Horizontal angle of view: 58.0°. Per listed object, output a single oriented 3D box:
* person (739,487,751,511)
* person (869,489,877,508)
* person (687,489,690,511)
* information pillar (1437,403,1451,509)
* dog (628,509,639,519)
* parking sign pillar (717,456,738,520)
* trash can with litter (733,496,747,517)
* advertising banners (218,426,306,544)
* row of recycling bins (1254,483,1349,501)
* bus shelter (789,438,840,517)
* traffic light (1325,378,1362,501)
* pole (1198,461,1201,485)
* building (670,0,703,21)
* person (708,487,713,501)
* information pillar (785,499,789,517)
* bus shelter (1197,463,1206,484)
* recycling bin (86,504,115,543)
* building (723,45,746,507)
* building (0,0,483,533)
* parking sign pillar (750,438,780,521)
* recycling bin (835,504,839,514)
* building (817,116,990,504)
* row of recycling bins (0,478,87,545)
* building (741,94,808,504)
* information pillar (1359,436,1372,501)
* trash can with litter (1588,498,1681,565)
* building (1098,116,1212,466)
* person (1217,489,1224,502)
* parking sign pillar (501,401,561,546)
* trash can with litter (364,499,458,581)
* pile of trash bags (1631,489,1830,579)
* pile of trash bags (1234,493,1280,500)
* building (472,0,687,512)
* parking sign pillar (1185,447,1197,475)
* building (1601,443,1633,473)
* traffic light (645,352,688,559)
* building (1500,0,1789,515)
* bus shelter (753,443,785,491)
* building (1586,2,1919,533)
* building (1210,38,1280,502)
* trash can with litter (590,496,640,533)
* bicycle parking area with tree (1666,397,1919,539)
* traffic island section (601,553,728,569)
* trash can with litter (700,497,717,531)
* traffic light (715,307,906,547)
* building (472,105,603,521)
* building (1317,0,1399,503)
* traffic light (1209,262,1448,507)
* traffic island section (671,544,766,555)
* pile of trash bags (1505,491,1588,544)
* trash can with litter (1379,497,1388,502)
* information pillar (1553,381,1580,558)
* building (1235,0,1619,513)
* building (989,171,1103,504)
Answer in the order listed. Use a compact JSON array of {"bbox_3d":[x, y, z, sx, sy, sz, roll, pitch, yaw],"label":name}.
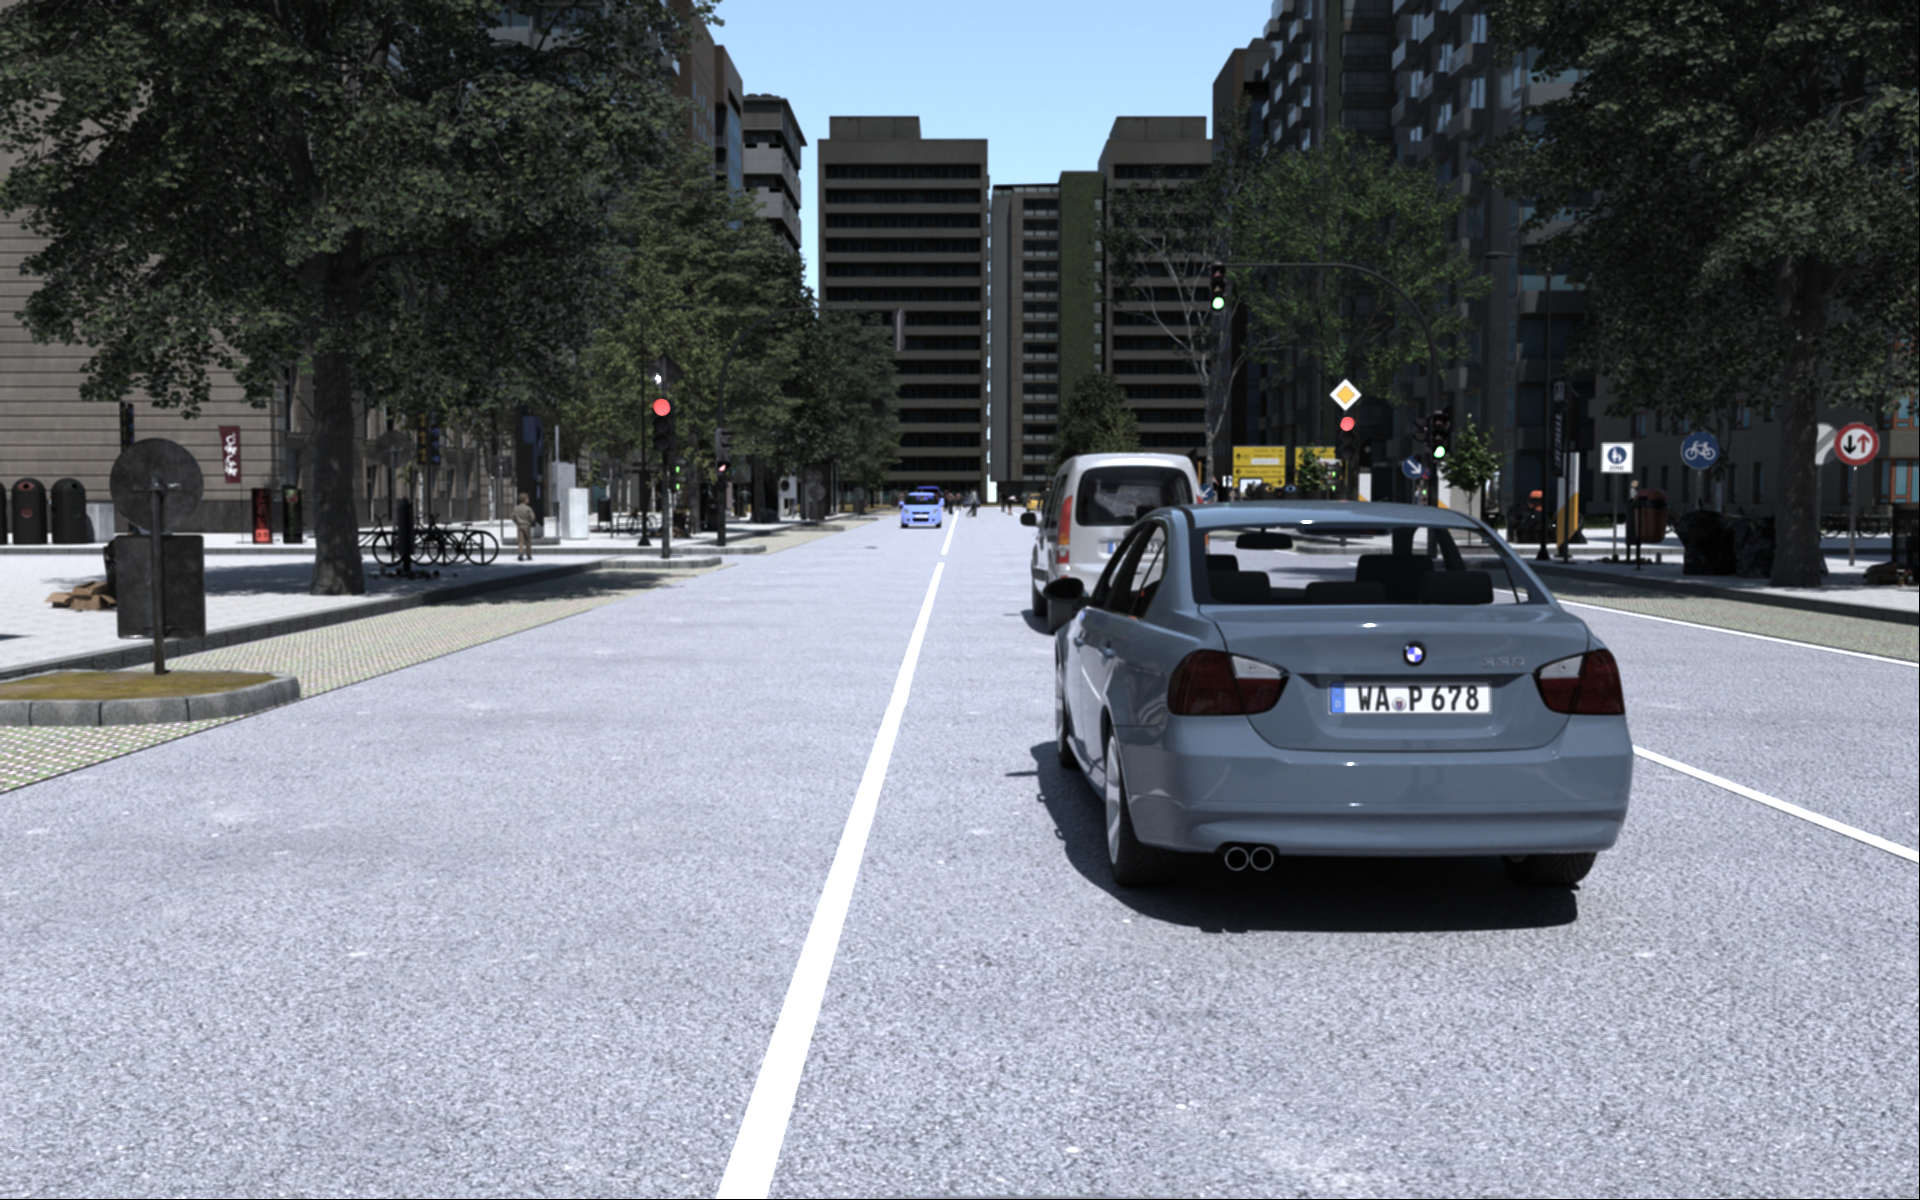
[{"bbox_3d":[-16.090,-7.555,129.650,1.350,1.814,0.705,0,4,2],"label":"person"},{"bbox_3d":[-8.236,-9.592,163.596,0.721,1.735,1.217,-3,4,-37],"label":"person"},{"bbox_3d":[-20.995,-7.809,134.637,0.530,1.710,0.541,3,4,36],"label":"person"},{"bbox_3d":[12.358,-3.249,44.469,0.504,3.616,0.183,0,4,1],"label":"information pillar"},{"bbox_3d":[-16.970,-4.478,90.039,0.540,0.507,0.406,-1,4,-19],"label":"dog"},{"bbox_3d":[-11.941,-6.067,87.672,1.447,3.967,1.447,-1,4,-22],"label":"parking sign pillar"},{"bbox_3d":[-12.115,-5.121,95.113,0.624,1.170,1.055,1,4,17],"label":"trash can with litter"},{"bbox_3d":[-17.897,-2.951,44.434,2.074,3.025,0.090,-1,4,-9],"label":"advertising banners"},{"bbox_3d":[12.672,-3.490,64.182,3.534,1.692,1.069,1,4,14],"label":"row of recycling bins"},{"bbox_3d":[-8.223,-7.486,100.022,2.179,5.291,8.768,0,3,0],"label":"bus shelter"},{"bbox_3d":[9.352,-3.262,42.247,0.839,4.253,0.868,0,3,0],"label":"traffic light"},{"bbox_3d":[14.953,-6.995,108.204,0.158,3.312,0.155,0,3,0],"label":"pole"},{"bbox_3d":[-29.750,-30.905,155.405,14.600,45.320,14.200,0,3,0],"label":"building"},{"bbox_3d":[-18.309,-7.390,126.953,0.705,1.814,1.350,-1,4,-18],"label":"person"},{"bbox_3d":[-9.822,-5.682,97.399,0.304,2.012,0.304,-2,4,-28],"label":"information pillar"},{"bbox_3d":[15.084,-7.346,114.027,2.014,3.302,5.546,0,4,0],"label":"bus shelter"},{"bbox_3d":[-22.770,-2.018,45.546,0.722,1.027,0.722,1,4,9],"label":"recycling bin"},{"bbox_3d":[-29.251,-31.852,170.891,14.200,45.320,14.600,0,3,0],"label":"building"},{"bbox_3d":[-27.998,-16.546,67.787,12.463,27.353,25.104,0,3,0],"label":"building"},{"bbox_3d":[-9.340,-5.770,82.813,1.447,3.967,1.447,0,4,-4],"label":"parking sign pillar"},{"bbox_3d":[-8.190,-5.962,110.034,0.722,1.027,0.722,-2,4,-34],"label":"recycling bin"},{"bbox_3d":[-7.054,-36.802,225.407,21.600,48.544,21.300,0,3,0],"label":"building"},{"bbox_3d":[-24.046,-2.240,43.742,3.534,1.692,1.069,-2,4,-29],"label":"row of recycling bins"},{"bbox_3d":[-32.809,-39.103,228.573,27.495,52.752,28.713,0,3,0],"label":"building"},{"bbox_3d":[16.284,-4.784,69.574,0.504,3.616,0.183,1,4,11],"label":"information pillar"},{"bbox_3d":[12.482,-1.291,32.166,1.678,1.210,2.233,0,4,2],"label":"trash can with litter"},{"bbox_3d":[28.676,-36.806,225.486,21.600,48.544,21.300,0,3,0],"label":"building"},{"bbox_3d":[24.613,-9.668,164.837,1.217,1.735,0.721,-1,4,-22],"label":"person"},{"bbox_3d":[-10.822,-3.370,43.579,1.447,3.967,1.447,0,4,-2],"label":"parking sign pillar"},{"bbox_3d":[-8.524,-0.941,26.439,1.678,1.210,2.233,-2,4,-23],"label":"trash can with litter"},{"bbox_3d":[12.265,-1.117,28.011,1.912,1.369,3.447,-2,4,-26],"label":"pile of trash bags"},{"bbox_3d":[14.353,-4.514,83.552,1.912,1.369,3.447,-1,4,-15],"label":"pile of trash bags"},{"bbox_3d":[-33.726,-31.345,132.106,23.786,49.044,30.456,0,3,0],"label":"building"},{"bbox_3d":[12.989,-6.800,99.657,1.447,3.967,1.447,1,4,13],"label":"parking sign pillar"},{"bbox_3d":[60.650,-31.914,171.910,14.200,45.320,14.600,0,3,0],"label":"building"},{"bbox_3d":[-5.822,-2.774,34.270,0.839,4.253,0.868,0,3,0],"label":"traffic light"},{"bbox_3d":[38.342,-29.472,101.476,23.786,49.044,30.456,0,3,0],"label":"building"},{"bbox_3d":[-10.871,-7.609,102.039,2.179,5.291,8.768,0,4,0],"label":"bus shelter"},{"bbox_3d":[45.077,-13.778,70.314,28.899,21.520,27.650,0,3,0],"label":"building"},{"bbox_3d":[32.828,-31.913,171.886,14.600,45.320,14.200,0,3,0],"label":"building"},{"bbox_3d":[-11.684,-2.925,58.878,1.678,1.210,2.233,3,5,44],"label":"trash can with litter"},{"bbox_3d":[25.831,-4.056,53.319,9.016,4.147,8.231,2,4,31],"label":"bicycle parking area with tree"},{"bbox_3d":[-5.862,-0.742,34.405,2.009,0.180,2.903,0,3,0],"label":"traffic island section"},{"bbox_3d":[-8.708,-2.936,59.392,1.055,1.170,0.624,2,4,26],"label":"trash can with litter"},{"bbox_3d":[-3.718,-4.136,42.287,4.771,5.953,1.251,0,3,0],"label":"traffic light"},{"bbox_3d":[-28.287,-15.385,93.341,13.314,21.916,24.055,0,3,0],"label":"building"},{"bbox_3d":[33.226,-27.047,125.806,14.154,41.232,14.086,0,3,0],"label":"building"},{"bbox_3d":[7.247,-3.636,34.124,4.771,5.953,1.251,0,3,0],"label":"traffic light"},{"bbox_3d":[-5.850,-1.230,42.390,2.009,0.180,2.903,0,3,0],"label":"traffic island section"},{"bbox_3d":[15.406,-2.206,45.821,1.912,1.369,3.447,1,4,11],"label":"pile of trash bags"},{"bbox_3d":[15.703,-3.312,65.535,1.055,1.170,0.624,1,4,20],"label":"trash can with litter"},{"bbox_3d":[12.193,-2.653,34.730,0.183,3.616,0.504,-2,4,-25],"label":"information pillar"},{"bbox_3d":[38.254,-32.344,148.425,23.786,49.044,30.456,0,3,0],"label":"building"},{"bbox_3d":[10.826,-32.908,221.637,14.086,41.232,14.154,0,3,0],"label":"building"}]
